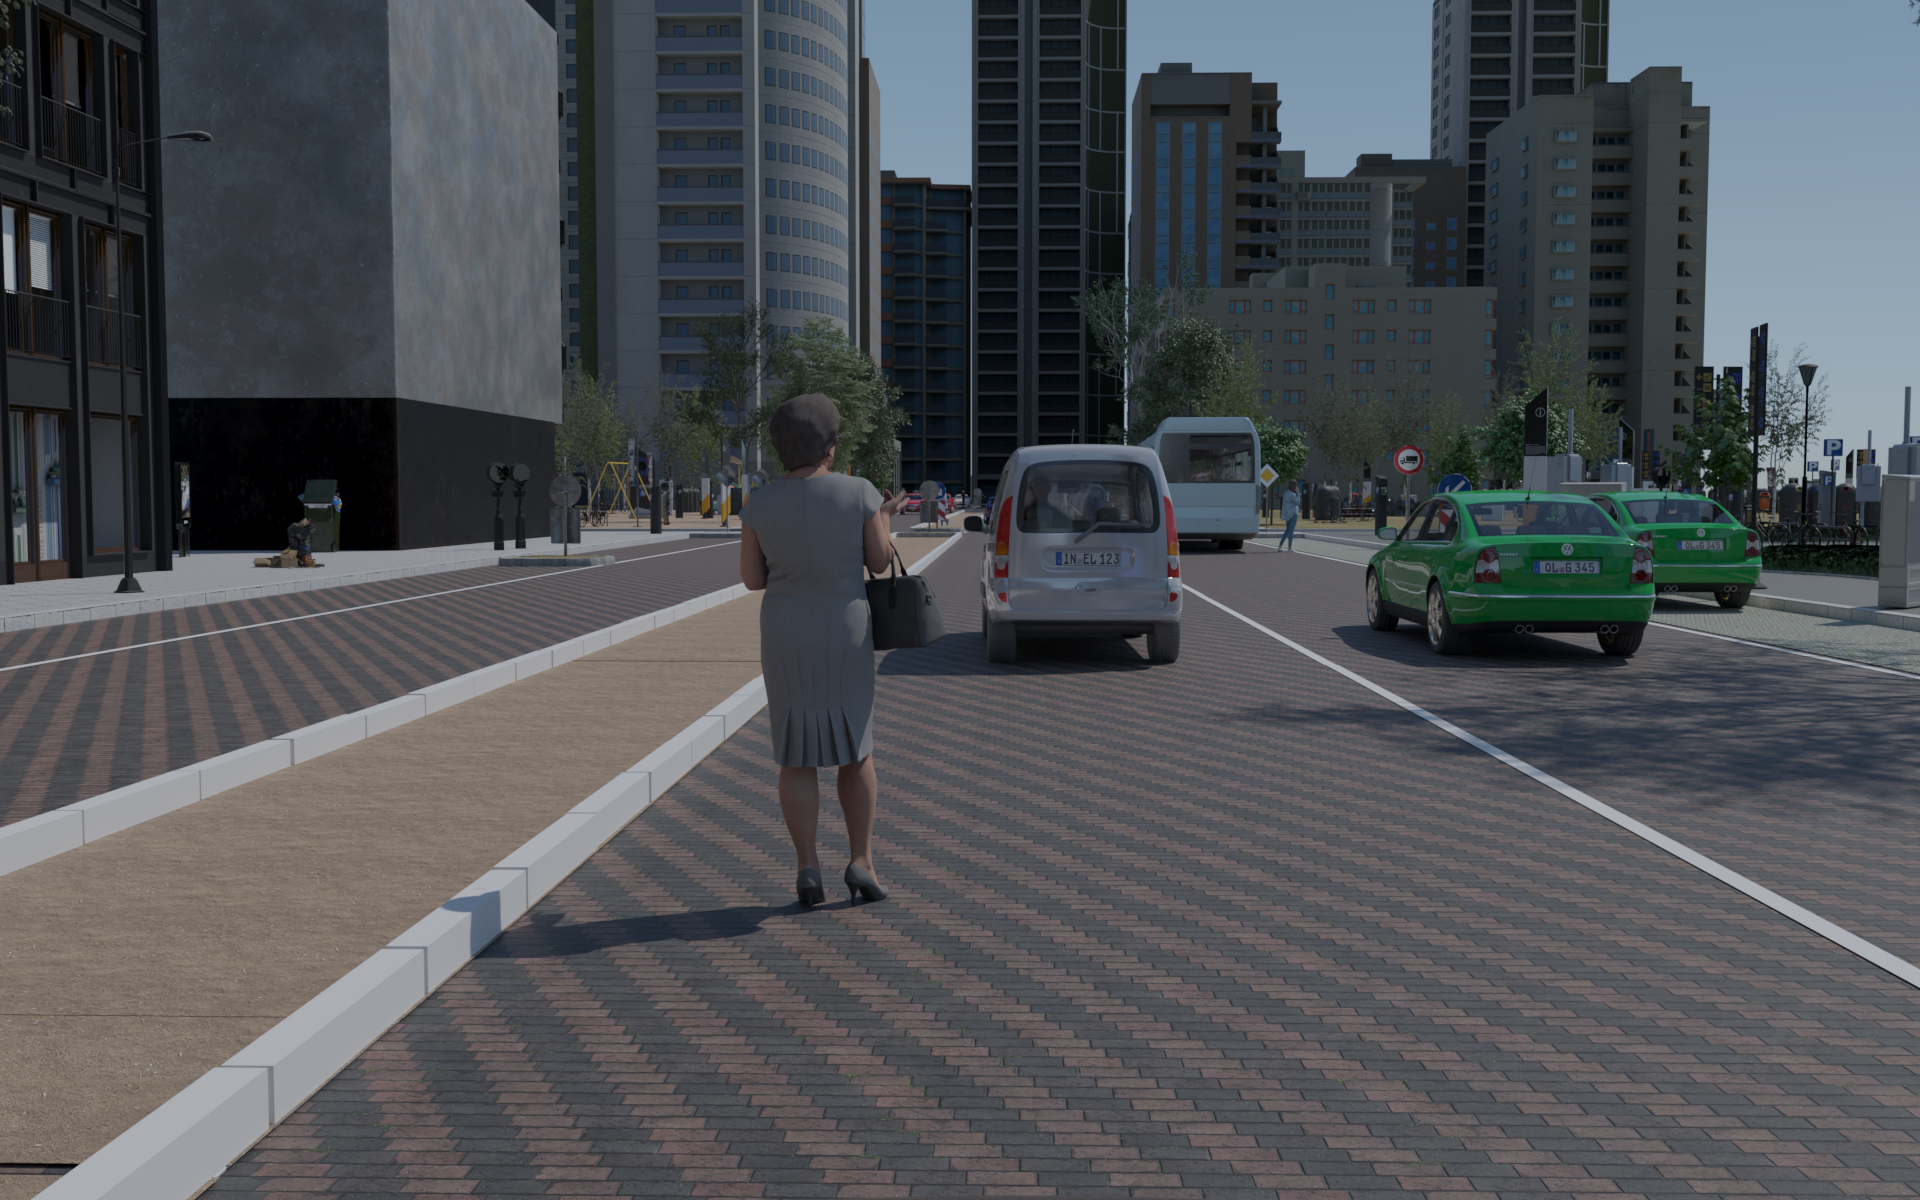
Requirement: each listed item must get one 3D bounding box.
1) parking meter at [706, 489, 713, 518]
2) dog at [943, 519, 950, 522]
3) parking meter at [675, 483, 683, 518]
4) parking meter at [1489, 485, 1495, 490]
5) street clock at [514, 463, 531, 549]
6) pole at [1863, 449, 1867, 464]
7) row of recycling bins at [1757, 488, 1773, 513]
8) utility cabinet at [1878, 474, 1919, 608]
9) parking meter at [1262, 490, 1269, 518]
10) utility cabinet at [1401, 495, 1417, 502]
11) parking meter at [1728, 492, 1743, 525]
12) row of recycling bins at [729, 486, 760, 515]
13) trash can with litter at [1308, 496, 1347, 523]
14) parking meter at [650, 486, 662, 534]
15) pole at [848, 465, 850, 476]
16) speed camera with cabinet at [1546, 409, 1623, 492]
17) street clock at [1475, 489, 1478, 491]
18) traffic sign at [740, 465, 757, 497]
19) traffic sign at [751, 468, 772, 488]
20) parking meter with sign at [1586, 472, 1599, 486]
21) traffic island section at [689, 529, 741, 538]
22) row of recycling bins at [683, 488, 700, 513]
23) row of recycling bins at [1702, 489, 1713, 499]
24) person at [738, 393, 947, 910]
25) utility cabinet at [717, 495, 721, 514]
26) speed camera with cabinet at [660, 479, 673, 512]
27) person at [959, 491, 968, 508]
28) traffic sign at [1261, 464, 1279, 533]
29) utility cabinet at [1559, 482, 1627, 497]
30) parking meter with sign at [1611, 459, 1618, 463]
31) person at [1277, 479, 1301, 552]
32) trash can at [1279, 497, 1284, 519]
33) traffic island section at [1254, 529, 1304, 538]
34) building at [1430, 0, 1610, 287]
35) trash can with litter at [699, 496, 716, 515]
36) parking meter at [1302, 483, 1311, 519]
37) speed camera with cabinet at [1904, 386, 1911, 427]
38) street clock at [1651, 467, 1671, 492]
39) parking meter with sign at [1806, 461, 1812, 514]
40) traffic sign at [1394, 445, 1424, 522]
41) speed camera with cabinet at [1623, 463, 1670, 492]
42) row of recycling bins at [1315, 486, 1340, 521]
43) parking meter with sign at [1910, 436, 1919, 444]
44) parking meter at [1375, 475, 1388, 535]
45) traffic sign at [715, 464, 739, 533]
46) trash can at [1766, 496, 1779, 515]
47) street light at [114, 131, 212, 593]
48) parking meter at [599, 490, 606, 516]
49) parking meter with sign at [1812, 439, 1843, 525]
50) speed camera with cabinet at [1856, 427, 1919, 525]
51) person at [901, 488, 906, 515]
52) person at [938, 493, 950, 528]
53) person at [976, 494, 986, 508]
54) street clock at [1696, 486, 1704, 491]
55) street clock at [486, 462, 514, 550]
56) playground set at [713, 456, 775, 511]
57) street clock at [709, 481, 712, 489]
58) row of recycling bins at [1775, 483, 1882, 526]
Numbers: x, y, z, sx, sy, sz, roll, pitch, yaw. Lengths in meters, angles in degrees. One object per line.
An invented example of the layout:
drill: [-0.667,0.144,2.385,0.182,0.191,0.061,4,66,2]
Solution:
parking meter: [-13.209,-5.078,91.442,0.372,1.533,0.369,0,3,0]
dog: [-0.659,-4.155,88.135,0.748,0.427,0.550,-1,4,-18]
parking meter: [-14.941,-5.281,92.055,0.399,1.863,0.255,-2,4,-31]
parking meter: [34.751,-6.567,113.076,0.399,1.863,0.255,2,4,26]
street clock: [-10.319,-2.205,40.622,0.471,2.002,0.358,-3,5,-42]
pole: [40.908,-5.165,78.291,0.158,3.312,0.155,0,3,0]
row of recycling bins: [55.787,-6.924,120.316,1.069,1.692,3.534,0,4,-2]
utility cabinet: [10.824,-0.672,19.673,1.173,1.500,0.318,-3,5,-44]
parking meter: [16.684,-5.265,94.501,0.372,1.533,0.369,0,3,0]
utility cabinet: [30.884,-6.606,119.165,1.020,1.237,0.306,0,4,3]
parking meter: [22.850,-2.607,51.036,0.372,1.533,0.369,0,3,0]
row of recycling bins: [-13.074,-6.085,106.602,1.069,1.692,3.534,2,4,33]
trash can with litter: [16.216,-4.005,76.539,2.233,1.210,1.678,-2,4,-24]
parking meter: [-9.807,-2.901,55.846,0.372,1.533,0.369,0,3,0]
pole: [-7.843,-7.859,122.343,0.158,3.312,0.155,0,3,0]
speed camera with cabinet: [14.616,-2.840,40.770,2.038,3.252,0.660,-2,4,-35]
street clock: [33.376,-6.588,112.284,0.471,2.002,0.358,2,4,28]
traffic sign: [-9.233,-4.623,75.689,0.768,2.556,0.104,0,4,6]
traffic sign: [-7.502,-3.785,65.535,0.795,2.450,0.064,0,4,2]
parking meter with sign: [50.144,-8.567,136.332,0.543,3.016,1.738,-3,4,-36]
traffic island section: [-7.762,-2.161,57.616,2.009,0.180,2.903,0,4,2]
row of recycling bins: [-18.809,-6.919,120.231,1.069,1.692,3.534,0,4,7]
row of recycling bins: [58.290,-7.838,135.264,3.534,1.692,1.069,1,4,23]
person: [-0.402,0.169,6.093,0.716,1.782,0.532,0,4,3]
utility cabinet: [-14.773,-5.988,109.073,1.020,1.237,0.306,1,4,15]
speed camera with cabinet: [-18.529,-6.792,105.392,2.038,3.252,0.660,1,4,10]
person: [0.395,-10.391,178.909,1.217,1.766,0.721,3,5,41]
traffic sign: [10.097,-3.264,57.006,0.795,2.450,0.064,0,4,2]
utility cabinet: [11.965,-1.476,32.814,1.173,1.500,0.318,3,4,39]
parking meter with sign: [32.217,-5.422,84.908,0.543,3.016,1.738,1,4,19]
person: [8.098,-2.071,42.631,0.793,1.790,0.793,3,5,43]
trash can: [16.017,-4.485,84.985,0.748,1.137,0.748,0,3,0]
traffic island section: [10.121,-2.129,57.082,2.009,0.180,2.903,0,4,2]
building: [75.626,-48.586,232.634,20.611,71.187,20.563,0,4,2]
trash can with litter: [-15.190,-5.680,104.249,1.055,1.170,0.624,0,4,7]
parking meter: [17.546,-5.022,87.813,0.255,1.863,0.399,-3,5,-42]
speed camera with cabinet: [17.770,-2.259,31.277,0.660,3.252,2.038,-1,4,-16]
street clock: [18.903,-2.578,46.728,0.471,2.002,0.358,-1,4,-21]
parking meter with sign: [43.615,-5.599,87.797,0.543,3.016,1.738,-2,4,-24]
traffic sign: [11.660,-2.748,45.043,0.768,2.556,0.104,1,4,9]
speed camera with cabinet: [20.137,-3.505,51.641,2.038,3.252,0.660,-1,4,-16]
row of recycling bins: [18.165,-4.786,85.356,1.069,1.692,3.534,1,4,19]
parking meter with sign: [28.466,-3.370,51.363,0.543,3.016,1.738,2,4,25]
parking meter: [13.122,-2.950,53.952,0.255,1.863,0.399,-1,4,-11]
traffic sign: [-7.738,-3.297,57.553,0.795,2.450,0.064,0,4,2]
trash can: [50.472,-5.871,107.646,0.748,1.137,0.748,0,3,0]
street light: [-10.272,-3.046,22.342,1.470,5.913,1.316,0,4,2]
parking meter: [-20.538,-5.567,99.428,0.372,1.533,0.369,0,3,0]
parking meter with sign: [27.864,-3.629,55.598,0.543,3.016,1.738,1,4,18]
speed camera with cabinet: [28.766,-3.610,53.357,2.038,3.252,0.660,2,4,29]
person: [-3.910,-6.718,118.149,0.447,1.846,0.655,0,4,8]
person: [-0.712,-3.866,71.976,0.793,1.790,0.793,2,4,28]
person: [2.095,-10.197,176.006,1.217,1.735,0.721,0,4,6]
street clock: [41.015,-5.594,96.025,0.471,2.002,0.358,1,4,15]
street clock: [-10.514,-2.133,39.451,0.471,2.002,0.358,-2,4,-32]
playground set: [-16.970,-8.828,131.118,5.637,4.214,5.302,0,4,1]
street clock: [-13.974,-5.594,96.031,0.471,2.002,0.358,-1,4,-22]
row of recycling bins: [32.462,-3.512,64.539,3.534,1.692,1.069,1,4,16]
